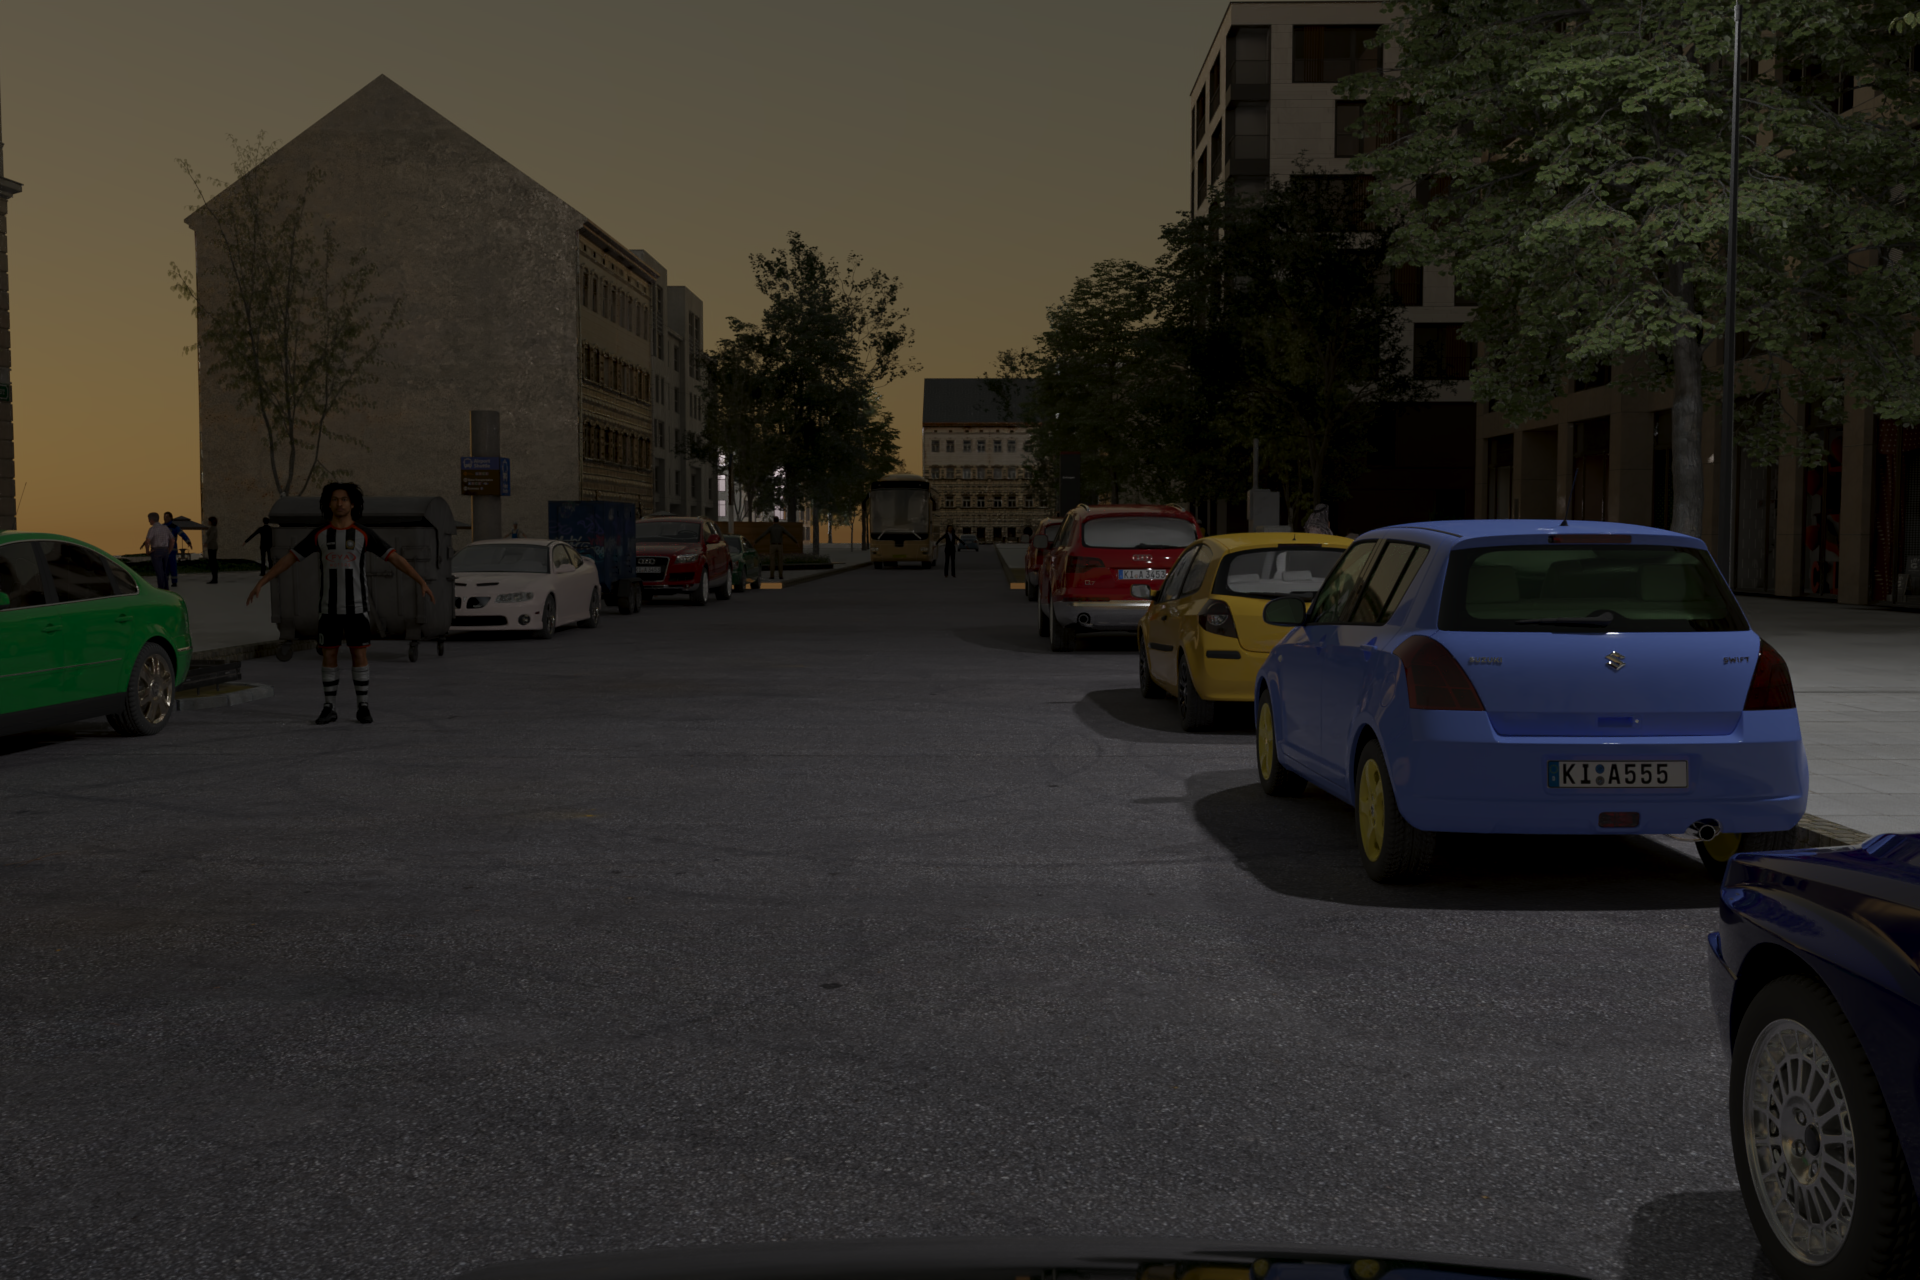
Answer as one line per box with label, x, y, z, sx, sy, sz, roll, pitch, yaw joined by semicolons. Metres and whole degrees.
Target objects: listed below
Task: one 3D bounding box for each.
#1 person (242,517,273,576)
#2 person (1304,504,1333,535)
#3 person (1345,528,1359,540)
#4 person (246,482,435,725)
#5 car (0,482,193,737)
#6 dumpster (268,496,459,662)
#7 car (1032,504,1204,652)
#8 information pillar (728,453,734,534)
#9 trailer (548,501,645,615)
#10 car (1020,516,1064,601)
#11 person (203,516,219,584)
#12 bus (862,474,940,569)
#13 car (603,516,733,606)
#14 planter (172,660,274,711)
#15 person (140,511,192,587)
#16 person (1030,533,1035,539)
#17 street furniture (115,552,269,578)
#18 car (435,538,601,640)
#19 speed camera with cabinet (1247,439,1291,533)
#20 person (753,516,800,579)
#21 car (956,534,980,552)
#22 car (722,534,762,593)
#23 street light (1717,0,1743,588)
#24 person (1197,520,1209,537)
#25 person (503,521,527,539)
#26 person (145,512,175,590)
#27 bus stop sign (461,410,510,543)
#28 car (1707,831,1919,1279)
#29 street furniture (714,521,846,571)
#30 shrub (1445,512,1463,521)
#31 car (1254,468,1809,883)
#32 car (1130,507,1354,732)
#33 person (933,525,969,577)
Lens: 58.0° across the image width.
person;-21.217;-2.861;52.968;1.347;1.806;0.705;-2;4;-32
person;5.489;-1.208;26.459;0.621;1.740;0.551;-1;4;-17
person;10.025;-2.128;44.032;0.628;1.438;0.799;-3;4;-39
person;-4.673;-0.276;13.117;1.345;1.843;0.704;-1;4;-13
car;-6.626;-0.133;10.966;1.959;1.807;4.718;0;4;1
dumpster;-6.805;-0.708;19.786;1.865;1.857;1.264;0;4;1
car;2.106;-0.851;22.593;2.281;1.827;5.304;0;3;0
information pillar;-6.626;-3.597;50.158;0.183;3.616;0.504;0;4;1
trailer;-6.534;-1.422;30.302;1.471;1.999;3.904;0;4;1
car;2.479;-1.816;38.361;2.281;1.827;5.304;0;4;1
person;-19.390;-2.324;44.759;0.721;1.744;1.215;-1;4;-14
bus;-2.298;-5.067;74.394;2.896;3.916;12.252;0;4;1
car;-6.034;-1.682;36.166;2.281;1.827;5.304;0;4;1
planter;-7.069;0.385;14.847;1.991;0.319;1.994;0;4;1
person;-19.240;-2.208;42.074;1.345;1.831;0.704;0;4;7
person;3.219;-3.708;66.808;1.347;1.806;0.705;0;4;-4
street furniture;-26.135;-2.443;55.570;5.734;0.657;10.072;0;4;2
car;-6.471;-0.775;25.035;2.083;1.381;4.827;0;4;1
speed camera with cabinet;6.302;-2.503;35.258;0.660;3.252;2.038;0;4;1
person;-5.221;-2.626;49.206;1.348;1.796;0.705;-1;4;-11
car;0.656;-7.990;142.638;2.014;1.417;4.499;0;4;0
car;-6.160;-1.967;43.966;2.131;1.459;4.920;0;4;1
street light;6.713;-2.527;13.864;1.470;5.913;1.316;0;4;1
person;9.184;-3.717;66.748;1.349;1.833;0.705;-2;4;-34
person;-19.819;-4.364;77.204;1.347;1.847;0.705;1;4;12
person;-15.820;-1.659;34.109;0.436;1.711;0.756;2;4;25
bus stop sign;-10.171;-2.946;37.180;0.837;3.901;0.837;0;3;0
car;2.394;0.646;2.025;1.945;1.354;3.894;0;4;0
street furniture;-9.039;-3.336;61.392;11.010;1.723;9.812;2;4;32
shrub;17.441;-3.500;61.265;1.661;2.075;1.752;0;3;0
car;2.507;0.073;8.404;1.945;1.707;3.694;0;4;-1
car;2.440;-0.230;13.977;2.015;1.641;3.980;0;4;0
person;-0.308;-2.932;57.112;1.216;1.740;0.721;-1;4;-16
